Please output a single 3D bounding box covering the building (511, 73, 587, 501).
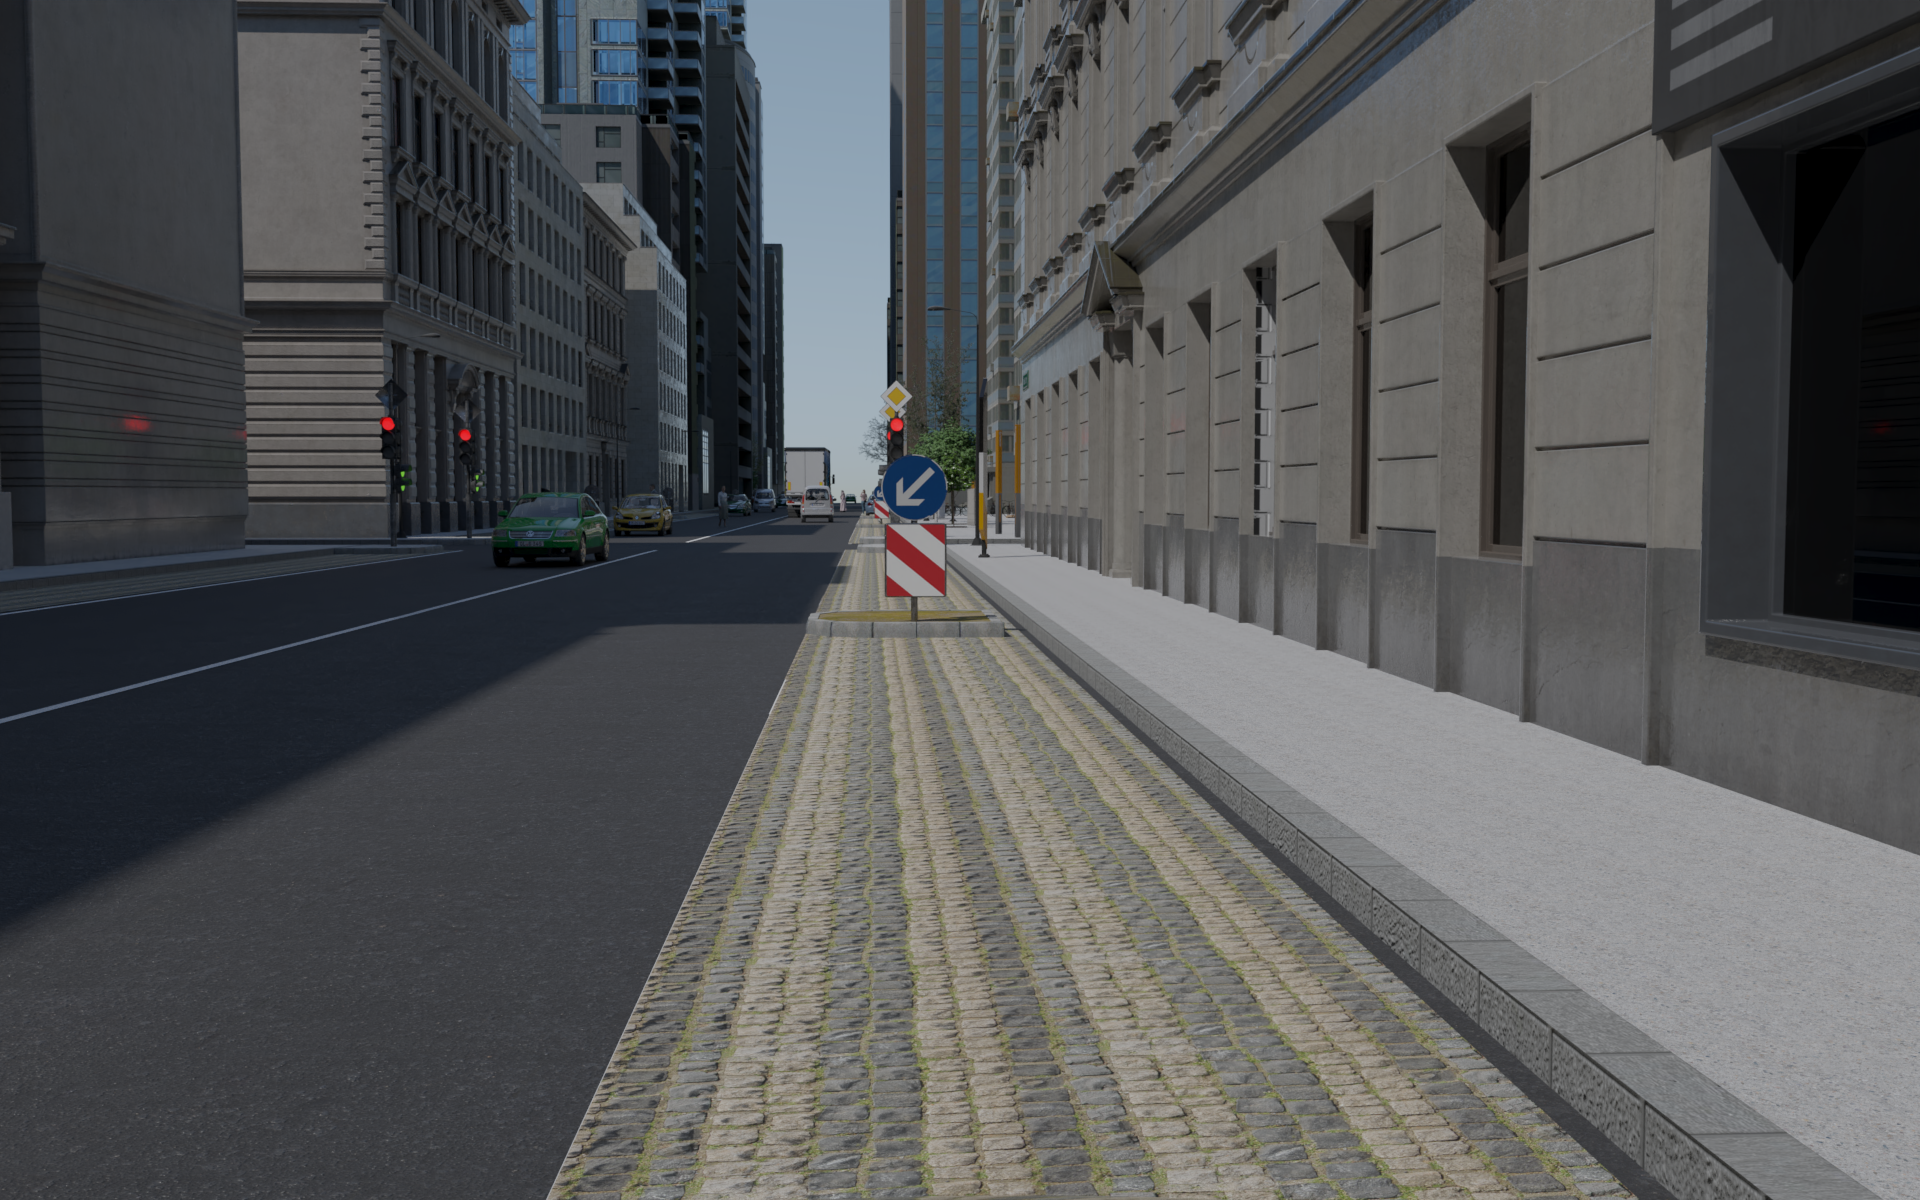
[{"bbox_3d":[-23.470,-13.635,77.691,10.420,20.320,16.860,0,4,-3],"label":"building"}]

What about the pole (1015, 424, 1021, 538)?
[{"bbox_3d":[1.701,-3.486,50.845,0.158,3.312,0.155,0,3,0],"label":"pole"}]

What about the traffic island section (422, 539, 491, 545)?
[{"bbox_3d":[-14.278,-1.716,50.339,2.009,0.180,2.903,0,4,-3],"label":"traffic island section"}]

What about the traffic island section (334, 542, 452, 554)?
[{"bbox_3d":[-13.870,-1.228,42.364,2.009,0.180,2.903,0,4,-3],"label":"traffic island section"}]

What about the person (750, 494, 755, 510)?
[{"bbox_3d":[-18.830,-8.941,157.951,1.065,1.426,0.557,-3,5,-40],"label":"person"}]

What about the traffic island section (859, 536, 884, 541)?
[{"bbox_3d":[-1.953,-1.754,50.964,2.009,0.180,2.903,0,4,-3],"label":"traffic island section"}]

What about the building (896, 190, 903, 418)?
[{"bbox_3d":[0.817,-24.185,167.118,14.160,30.474,14.107,0,4,-3],"label":"building"}]

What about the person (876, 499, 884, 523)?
[{"bbox_3d":[-3.823,-4.591,83.903,0.444,1.785,0.601,-3,5,-42],"label":"person"}]

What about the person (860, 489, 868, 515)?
[{"bbox_3d":[-6.576,-6.791,120.125,0.593,1.750,0.643,-3,5,-42],"label":"person"}]

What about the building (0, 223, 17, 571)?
[{"bbox_3d":[-21.741,-14.055,17.186,14.401,28.519,23.554,0,4,-3],"label":"building"}]

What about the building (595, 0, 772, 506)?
[{"bbox_3d":[-38.361,-57.354,250.411,22.319,86.520,31.000,0,4,-3],"label":"building"}]

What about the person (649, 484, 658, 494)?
[{"bbox_3d":[-11.750,-3.532,66.366,0.853,1.813,0.709,-2,4,-25],"label":"person"}]

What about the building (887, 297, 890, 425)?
[{"bbox_3d":[-3.706,-29.497,253.974,14.160,30.474,14.107,0,4,-3],"label":"building"}]

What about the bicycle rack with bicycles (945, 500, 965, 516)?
[{"bbox_3d":[-0.812,-5.339,100.666,2.925,0.926,2.852,-1,4,-11],"label":"bicycle rack with bicycles"}]

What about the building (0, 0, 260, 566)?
[{"bbox_3d":[-26.280,-12.138,34.612,21.152,22.565,11.583,0,4,-3],"label":"building"}]

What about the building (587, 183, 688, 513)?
[{"bbox_3d":[-24.261,-15.915,114.968,10.420,20.320,16.860,0,4,-3],"label":"building"}]

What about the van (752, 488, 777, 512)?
[{"bbox_3d":[-15.521,-7.986,137.580,2.013,2.044,4.112,0,4,-4],"label":"van"}]

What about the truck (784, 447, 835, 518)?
[{"bbox_3d":[-9.445,-7.337,108.865,2.839,4.237,11.283,0,4,-2],"label":"truck"}]

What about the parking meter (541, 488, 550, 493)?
[{"bbox_3d":[-17.256,-3.896,72.117,0.372,1.533,0.369,0,3,0],"label":"parking meter"}]

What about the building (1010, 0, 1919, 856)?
[{"bbox_3d":[10.467,-14.955,20.935,17.030,29.872,44.131,0,4,-3],"label":"building"}]

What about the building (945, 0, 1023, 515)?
[{"bbox_3d":[14.440,-25.851,114.539,32.217,40.220,23.993,0,4,-3],"label":"building"}]

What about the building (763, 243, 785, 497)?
[{"bbox_3d":[-35.265,-36.145,274.570,14.154,41.232,14.086,0,4,-3],"label":"building"}]

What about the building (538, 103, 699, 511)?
[{"bbox_3d":[-27.751,-22.021,131.740,14.160,30.474,14.107,0,4,-3],"label":"building"}]

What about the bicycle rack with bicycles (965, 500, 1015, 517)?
[{"bbox_3d":[2.335,-5.264,99.443,2.852,0.926,2.925,-1,4,-23],"label":"bicycle rack with bicycles"}]

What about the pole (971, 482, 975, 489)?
[{"bbox_3d":[0.651,-5.524,84.153,0.158,3.312,0.155,0,3,0],"label":"pole"}]

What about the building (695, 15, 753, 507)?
[{"bbox_3d":[-33.146,-34.030,180.100,21.300,48.544,21.600,0,4,-3],"label":"building"}]

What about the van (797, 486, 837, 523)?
[{"bbox_3d":[-7.284,-4.970,88.275,2.013,2.044,4.112,0,4,-5],"label":"van"}]

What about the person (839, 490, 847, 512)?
[{"bbox_3d":[-9.300,-7.833,137.232,0.621,1.740,0.551,0,4,1],"label":"person"}]

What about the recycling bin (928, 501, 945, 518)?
[{"bbox_3d":[-1.264,-4.898,92.631,0.722,1.027,0.722,2,4,26],"label":"recycling bin"}]

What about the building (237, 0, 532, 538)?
[{"bbox_3d":[-21.964,-14.068,58.889,11.050,23.489,19.941,0,4,-3],"label":"building"}]

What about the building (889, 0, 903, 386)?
[{"bbox_3d":[2.911,-39.483,187.541,21.231,58.520,28.212,0,4,-3],"label":"building"}]

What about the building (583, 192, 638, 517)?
[{"bbox_3d":[-24.368,-14.136,95.745,10.561,19.102,19.286,0,4,-3],"label":"building"}]

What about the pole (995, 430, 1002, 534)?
[{"bbox_3d":[1.240,-3.764,55.382,0.158,3.312,0.155,0,3,0],"label":"pole"}]

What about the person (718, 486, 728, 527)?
[{"bbox_3d":[-10.414,-4.107,75.877,0.478,1.798,0.641,-2,4,-25],"label":"person"}]

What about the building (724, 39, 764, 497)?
[{"bbox_3d":[-36.704,-41.570,221.660,21.231,58.520,28.212,0,4,-3],"label":"building"}]

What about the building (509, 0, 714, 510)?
[{"bbox_3d":[-32.770,-51.354,152.314,22.319,86.520,31.000,0,4,-3],"label":"building"}]

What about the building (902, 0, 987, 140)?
[{"bbox_3d":[2.472,-29.844,138.067,14.600,45.320,14.200,0,4,-3],"label":"building"}]
